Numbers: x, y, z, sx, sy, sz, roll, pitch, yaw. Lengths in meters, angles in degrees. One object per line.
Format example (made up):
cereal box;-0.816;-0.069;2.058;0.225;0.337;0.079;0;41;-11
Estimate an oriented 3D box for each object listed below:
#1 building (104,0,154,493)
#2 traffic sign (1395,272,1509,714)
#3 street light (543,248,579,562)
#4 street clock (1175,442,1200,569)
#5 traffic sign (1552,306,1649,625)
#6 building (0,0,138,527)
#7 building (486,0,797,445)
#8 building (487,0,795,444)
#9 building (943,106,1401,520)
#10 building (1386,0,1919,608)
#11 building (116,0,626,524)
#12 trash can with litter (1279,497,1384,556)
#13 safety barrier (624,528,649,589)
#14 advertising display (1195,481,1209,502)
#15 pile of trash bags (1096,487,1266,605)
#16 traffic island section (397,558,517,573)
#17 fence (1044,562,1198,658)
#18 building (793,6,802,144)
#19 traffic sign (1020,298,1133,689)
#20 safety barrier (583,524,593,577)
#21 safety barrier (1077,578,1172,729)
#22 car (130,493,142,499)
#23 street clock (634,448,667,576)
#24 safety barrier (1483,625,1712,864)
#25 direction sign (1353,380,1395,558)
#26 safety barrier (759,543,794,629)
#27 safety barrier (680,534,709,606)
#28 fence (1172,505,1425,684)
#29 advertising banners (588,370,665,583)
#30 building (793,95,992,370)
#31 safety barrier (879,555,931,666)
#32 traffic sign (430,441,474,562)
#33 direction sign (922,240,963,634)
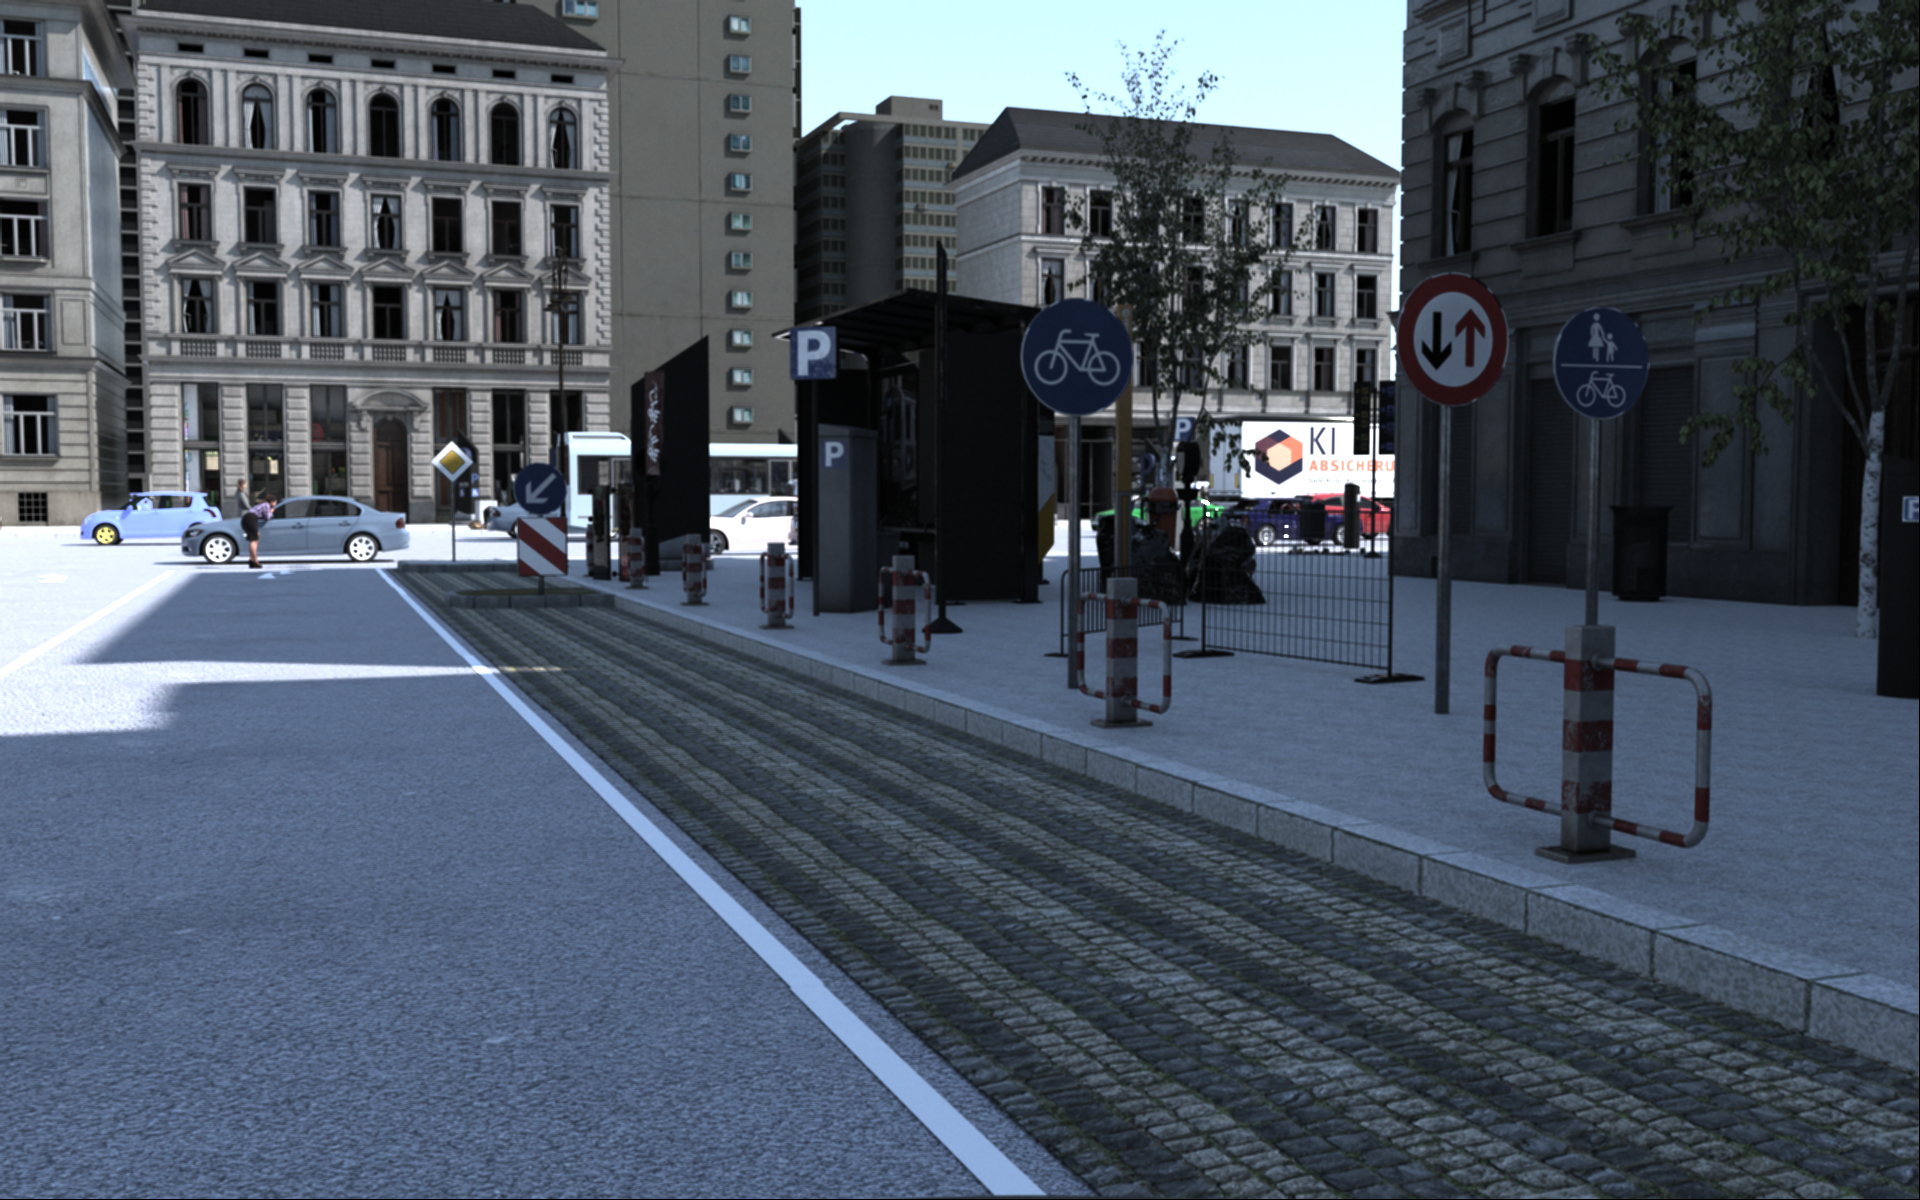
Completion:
building;-107.788;-47.777;219.409;20.611;71.187;20.563;-1;4;-21
traffic sign;2.820;-0.608;10.054;0.768;2.556;0.104;-1;4;-20
street light;-7.529;-3.666;32.733;0.468;5.910;1.993;-1;4;-21
street clock;3.145;-1.184;23.936;0.358;2.002;0.471;0;4;-8
traffic sign;4.342;-0.719;11.854;0.768;2.556;0.104;-1;4;-17
building;-50.250;-14.478;70.006;30.059;22.955;16.112;-1;4;-21
building;-31.610;-35.372;167.570;28.713;52.752;27.495;-1;4;-21
building;-26.497;-31.724;142.389;21.300;48.544;21.600;-1;4;-21
building;2.608;-14.494;87.884;40.483;20.767;10.553;-1;4;-21
building;14.301;-10.452;20.033;9.793;20.994;18.267;-1;4;-21
building;-25.729;-15.180;77.066;19.941;23.489;11.050;-1;4;-21
trash can with litter;7.866;-1.568;36.688;2.233;1.210;1.678;1;4;8
safety barrier;-4.382;-0.561;23.441;0.300;0.817;1.120;-1;4;-21
advertising display;11.843;-4.869;84.816;0.974;1.923;0.123;-3;5;-40
pile of trash bags;2.635;-0.721;21.533;1.912;1.369;3.447;0;4;0
traffic island section;-9.560;-0.643;32.800;2.009;0.180;2.903;-1;4;-21
fence;1.380;0.057;14.441;0.278;0.683;2.069;3;4;36
building;-32.878;-49.534;248.127;20.611;71.187;20.563;-1;4;-21
traffic sign;0.753;-0.689;11.364;0.768;2.556;0.104;-1;4;-14
safety barrier;-5.703;-0.772;26.898;0.300;0.817;1.120;-1;4;-21
safety barrier;0.895;0.287;9.578;0.300;0.817;1.120;-1;4;-21
car;-58.845;-6.998;124.001;1.945;1.707;3.694;-1;4;-20
street clock;-4.864;-1.388;27.258;0.471;2.002;0.358;2;4;29
safety barrier;2.214;0.500;6.108;0.300;0.817;1.120;-1;4;-21
direction sign;8.307;-2.616;34.762;0.876;3.537;0.379;2;4;35
safety barrier;-1.752;-0.137;16.522;0.300;0.817;1.120;-1;4;-21
safety barrier;-3.065;-0.349;19.979;0.300;0.817;1.120;-1;4;-21
fence;2.437;-0.095;12.758;0.480;1.192;2.264;-2;4;-29
advertising banners;-4.864;-1.779;25.271;0.090;3.025;2.074;-3;5;-42
building;-5.675;-29.576;175.451;23.993;40.220;32.217;-1;4;-21
safety barrier;-0.424;0.075;13.046;0.300;0.817;1.120;-1;4;-21
traffic sign;-9.580;-1.778;32.715;0.795;2.450;0.064;-1;4;-21
direction sign;-0.166;-1.467;15.977;0.379;3.537;0.876;0;4;3
